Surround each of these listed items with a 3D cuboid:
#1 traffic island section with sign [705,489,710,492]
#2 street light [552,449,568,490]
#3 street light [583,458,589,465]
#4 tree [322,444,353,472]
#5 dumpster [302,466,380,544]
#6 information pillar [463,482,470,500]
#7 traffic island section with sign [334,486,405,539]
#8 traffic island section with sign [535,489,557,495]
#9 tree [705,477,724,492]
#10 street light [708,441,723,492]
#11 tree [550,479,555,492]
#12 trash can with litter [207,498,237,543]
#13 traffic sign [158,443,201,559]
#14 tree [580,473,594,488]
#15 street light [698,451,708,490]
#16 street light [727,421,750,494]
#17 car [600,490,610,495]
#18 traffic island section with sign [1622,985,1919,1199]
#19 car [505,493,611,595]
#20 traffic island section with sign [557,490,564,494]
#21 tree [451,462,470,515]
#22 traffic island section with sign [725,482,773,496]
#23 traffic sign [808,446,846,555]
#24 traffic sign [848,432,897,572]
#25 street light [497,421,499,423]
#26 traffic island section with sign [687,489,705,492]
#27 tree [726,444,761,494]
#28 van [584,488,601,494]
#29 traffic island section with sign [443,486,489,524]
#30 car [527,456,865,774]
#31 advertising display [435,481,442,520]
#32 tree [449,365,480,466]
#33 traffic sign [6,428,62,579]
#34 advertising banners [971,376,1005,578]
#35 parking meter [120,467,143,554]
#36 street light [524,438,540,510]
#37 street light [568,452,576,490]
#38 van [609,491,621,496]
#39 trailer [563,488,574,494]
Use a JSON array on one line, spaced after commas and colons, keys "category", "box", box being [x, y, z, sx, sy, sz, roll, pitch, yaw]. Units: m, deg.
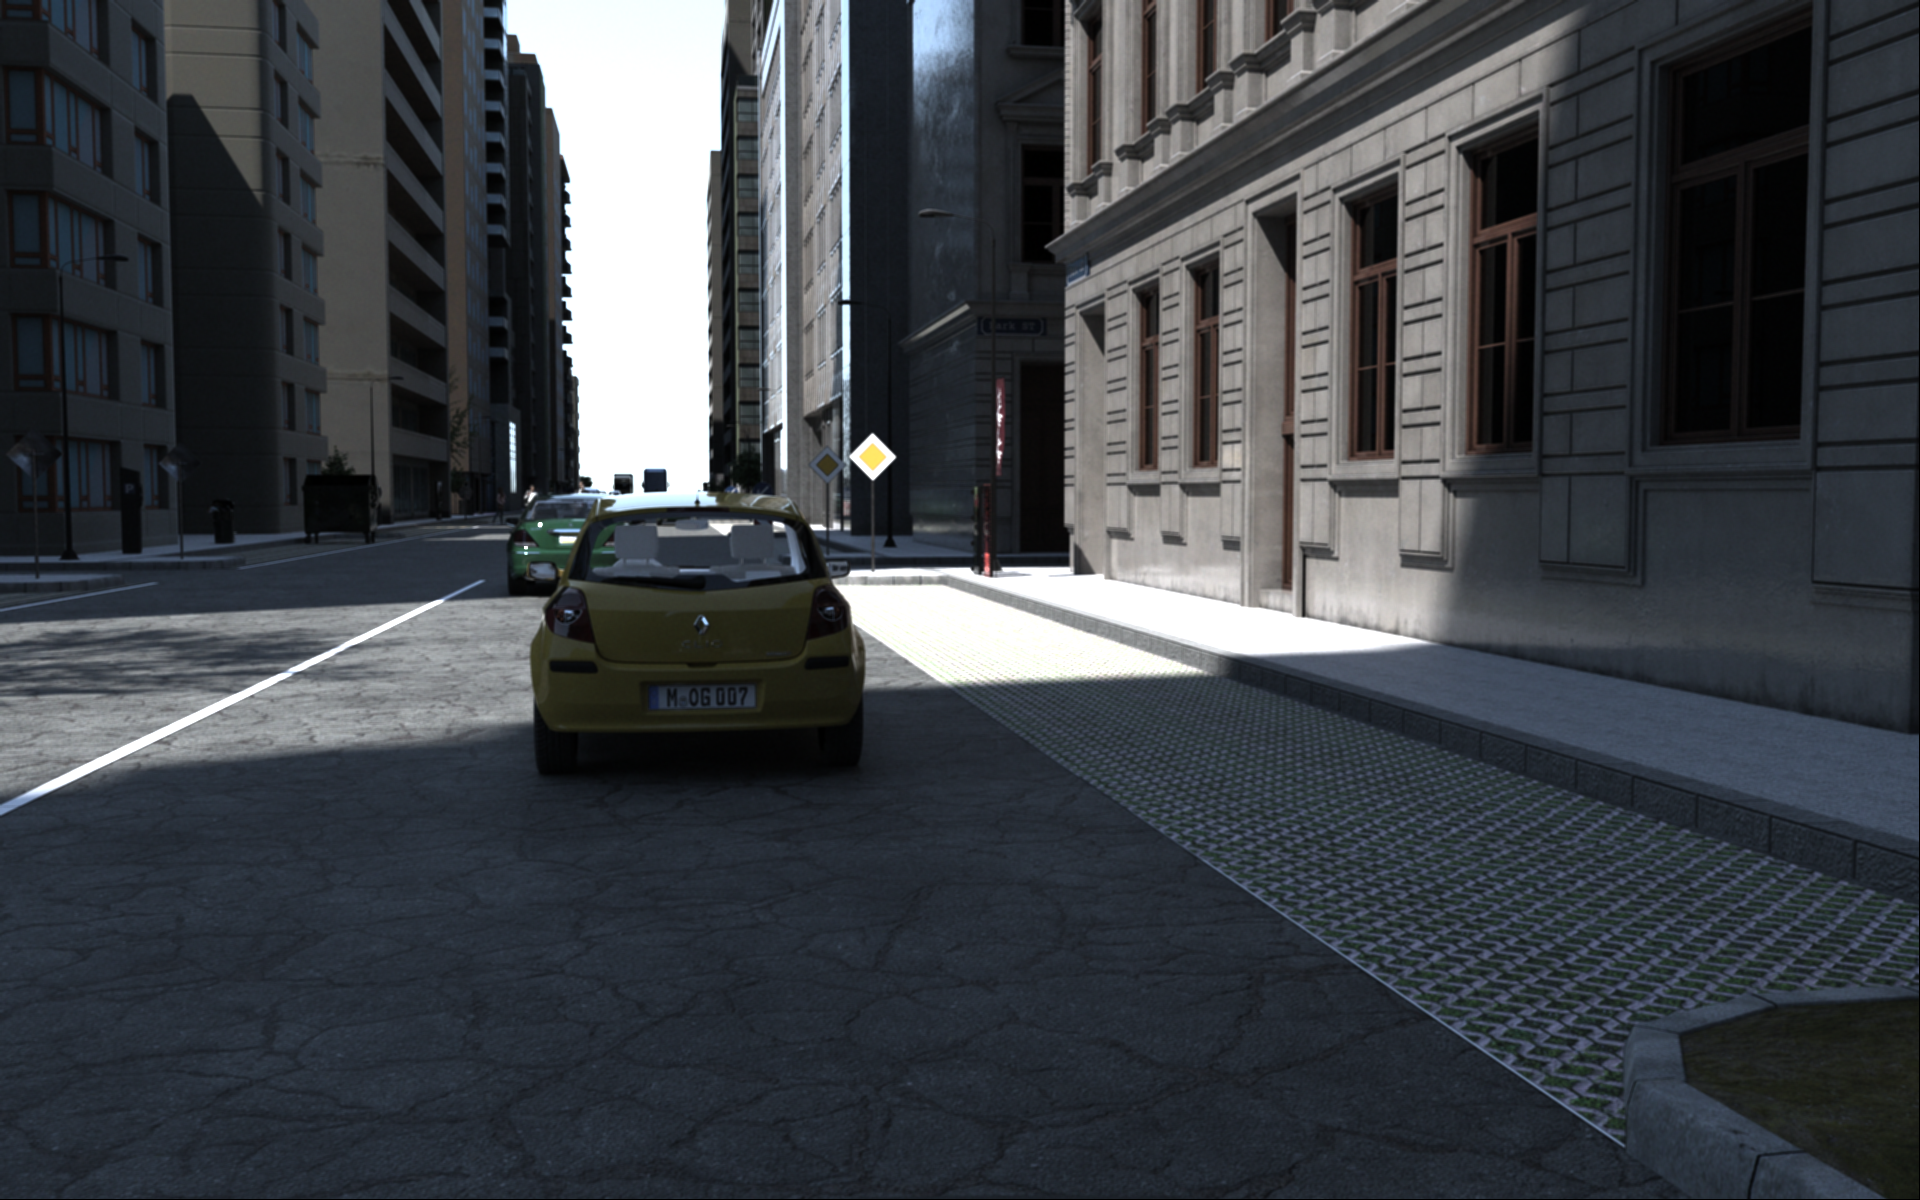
[{"category": "traffic island section with sign", "box": [-11.198, -4.602, 83.868, 1.989, 1.847, 2.006, -1, 4, -10]}, {"category": "street light", "box": [-41.384, -12.574, 178.128, 1.470, 5.913, 1.316, -1, 4, -10]}, {"category": "street light", "box": [-49.589, -15.501, 225.974, 1.470, 5.913, 1.316, -1, 4, -10]}, {"category": "tree", "box": [-24.539, -4.481, 67.867, 1.663, 3.219, 1.824, 0, 3, 0]}, {"category": "dumpster", "box": [-17.887, -2.758, 50.038, 1.985, 2.255, 1.502, -1, 4, -8]}, {"category": "information pillar", "box": [-29.729, -6.111, 104.400, 0.304, 2.012, 0.304, 0, 4, -3]}, {"category": "traffic island section with sign", "box": [-19.149, -2.916, 56.310, 1.989, 1.847, 2.006, -1, 4, -10]}, {"category": "traffic island section with sign", "box": [-32.187, -7.594, 132.788, 1.989, 1.847, 2.006, -1, 4, -10]}, {"category": "tree", "box": [-28.462, -12.556, 199.891, 1.663, 3.219, 1.824, 0, 3, 0]}, {"category": "street light", "box": [-20.960, -10.912, 150.945, 1.470, 5.913, 1.316, -1, 4, -10]}, {"category": "tree", "box": [-43.624, -11.536, 183.214, 1.663, 3.219, 1.824, 0, 3, 0]}, {"category": "trash can with litter", "box": [-19.208, -2.063, 45.116, 0.624, 1.170, 1.055, -1, 4, -16]}, {"category": "traffic sign", "box": [-15.337, -1.862, 34.088, 0.795, 2.450, 0.064, -1, 4, -10]}, {"category": "tree", "box": [-57.549, -17.172, 264.471, 4.285, 4.588, 4.351, 0, 3, 0]}, {"category": "street light", "box": [-28.829, -13.785, 197.926, 1.470, 5.913, 1.316, -1, 4, -10]}, {"category": "street light", "box": [-13.961, -8.416, 110.144, 1.470, 5.913, 1.316, -1, 4, -10]}, {"category": "car", "box": [-34.870, -9.688, 167.065, 2.281, 1.827, 5.304, -1, 4, -11]}, {"category": "traffic island section with sign", "box": [2.501, 0.316, 3.468, 1.989, 1.847, 2.006, -1, 4, -10]}, {"category": "car", "box": [-5.835, -0.884, 26.253, 2.131, 1.459, 4.920, -1, 4, -11]}, {"category": "traffic island section with sign", "box": [-36.723, -9.219, 159.360, 1.989, 1.847, 2.006, -1, 4, -10]}, {"category": "tree", "box": [-31.057, -6.834, 106.342, 1.663, 3.219, 1.824, 0, 3, 0]}, {"category": "traffic island section with sign", "box": [-6.668, -2.977, 57.294, 1.989, 1.847, 2.006, -1, 4, -10]}, {"category": "traffic sign", "box": [-2.770, -1.991, 36.202, 0.795, 2.450, 0.064, -1, 4, -10]}, {"category": "traffic sign", "box": [-1.428, -1.510, 28.330, 0.795, 2.450, 0.064, -1, 4, -10]}, {"category": "street light", "box": [-29.817, -8.382, 109.581, 1.470, 5.913, 1.316, -1, 4, -10]}, {"category": "traffic island section with sign", "box": [-24.272, -9.291, 160.541, 1.989, 1.847, 2.006, -1, 4, -10]}, {"category": "tree", "box": [-13.580, -7.936, 113.462, 4.285, 4.588, 4.351, 0, 3, 0]}, {"category": "van", "box": [-24.089, -6.448, 112.435, 2.013, 2.044, 4.112, -1, 4, -10]}, {"category": "traffic island section with sign", "box": [-23.759, -4.567, 83.297, 1.989, 1.847, 2.006, -1, 4, -10]}, {"category": "car", "box": [-1.601, -0.011, 10.400, 2.015, 1.641, 3.980, -1, 4, -10]}, {"category": "advertising display", "box": [-25.482, -4.860, 84.671, 0.123, 1.923, 0.974, 0, 4, -4]}, {"category": "tree", "box": [-29.127, -8.951, 96.719, 4.737, 8.622, 4.395, 0, 3, 0]}, {"category": "traffic sign", "box": [-13.996, -1.381, 26.216, 0.795, 2.450, 0.064, -1, 4, -10]}, {"category": "advertising banners", "box": [0.433, -1.869, 26.749, 0.090, 3.025, 2.074, -1, 4, -12]}, {"category": "parking meter", "box": [-17.815, -1.930, 37.263, 0.399, 1.863, 0.255, -1, 4, -15]}, {"category": "street light", "box": [-35.561, -10.483, 143.938, 1.470, 5.913, 1.316, -1, 4, -10]}, {"category": "street light", "box": [-43.520, -13.369, 191.116, 1.470, 5.913, 1.316, -1, 4, -10]}, {"category": "van", "box": [-42.519, -12.599, 212.999, 2.013, 2.044, 4.112, -1, 4, -8]}, {"category": "trailer", "box": [-37.528, -9.727, 166.084, 1.471, 1.999, 3.904, -1, 4, -10]}]
